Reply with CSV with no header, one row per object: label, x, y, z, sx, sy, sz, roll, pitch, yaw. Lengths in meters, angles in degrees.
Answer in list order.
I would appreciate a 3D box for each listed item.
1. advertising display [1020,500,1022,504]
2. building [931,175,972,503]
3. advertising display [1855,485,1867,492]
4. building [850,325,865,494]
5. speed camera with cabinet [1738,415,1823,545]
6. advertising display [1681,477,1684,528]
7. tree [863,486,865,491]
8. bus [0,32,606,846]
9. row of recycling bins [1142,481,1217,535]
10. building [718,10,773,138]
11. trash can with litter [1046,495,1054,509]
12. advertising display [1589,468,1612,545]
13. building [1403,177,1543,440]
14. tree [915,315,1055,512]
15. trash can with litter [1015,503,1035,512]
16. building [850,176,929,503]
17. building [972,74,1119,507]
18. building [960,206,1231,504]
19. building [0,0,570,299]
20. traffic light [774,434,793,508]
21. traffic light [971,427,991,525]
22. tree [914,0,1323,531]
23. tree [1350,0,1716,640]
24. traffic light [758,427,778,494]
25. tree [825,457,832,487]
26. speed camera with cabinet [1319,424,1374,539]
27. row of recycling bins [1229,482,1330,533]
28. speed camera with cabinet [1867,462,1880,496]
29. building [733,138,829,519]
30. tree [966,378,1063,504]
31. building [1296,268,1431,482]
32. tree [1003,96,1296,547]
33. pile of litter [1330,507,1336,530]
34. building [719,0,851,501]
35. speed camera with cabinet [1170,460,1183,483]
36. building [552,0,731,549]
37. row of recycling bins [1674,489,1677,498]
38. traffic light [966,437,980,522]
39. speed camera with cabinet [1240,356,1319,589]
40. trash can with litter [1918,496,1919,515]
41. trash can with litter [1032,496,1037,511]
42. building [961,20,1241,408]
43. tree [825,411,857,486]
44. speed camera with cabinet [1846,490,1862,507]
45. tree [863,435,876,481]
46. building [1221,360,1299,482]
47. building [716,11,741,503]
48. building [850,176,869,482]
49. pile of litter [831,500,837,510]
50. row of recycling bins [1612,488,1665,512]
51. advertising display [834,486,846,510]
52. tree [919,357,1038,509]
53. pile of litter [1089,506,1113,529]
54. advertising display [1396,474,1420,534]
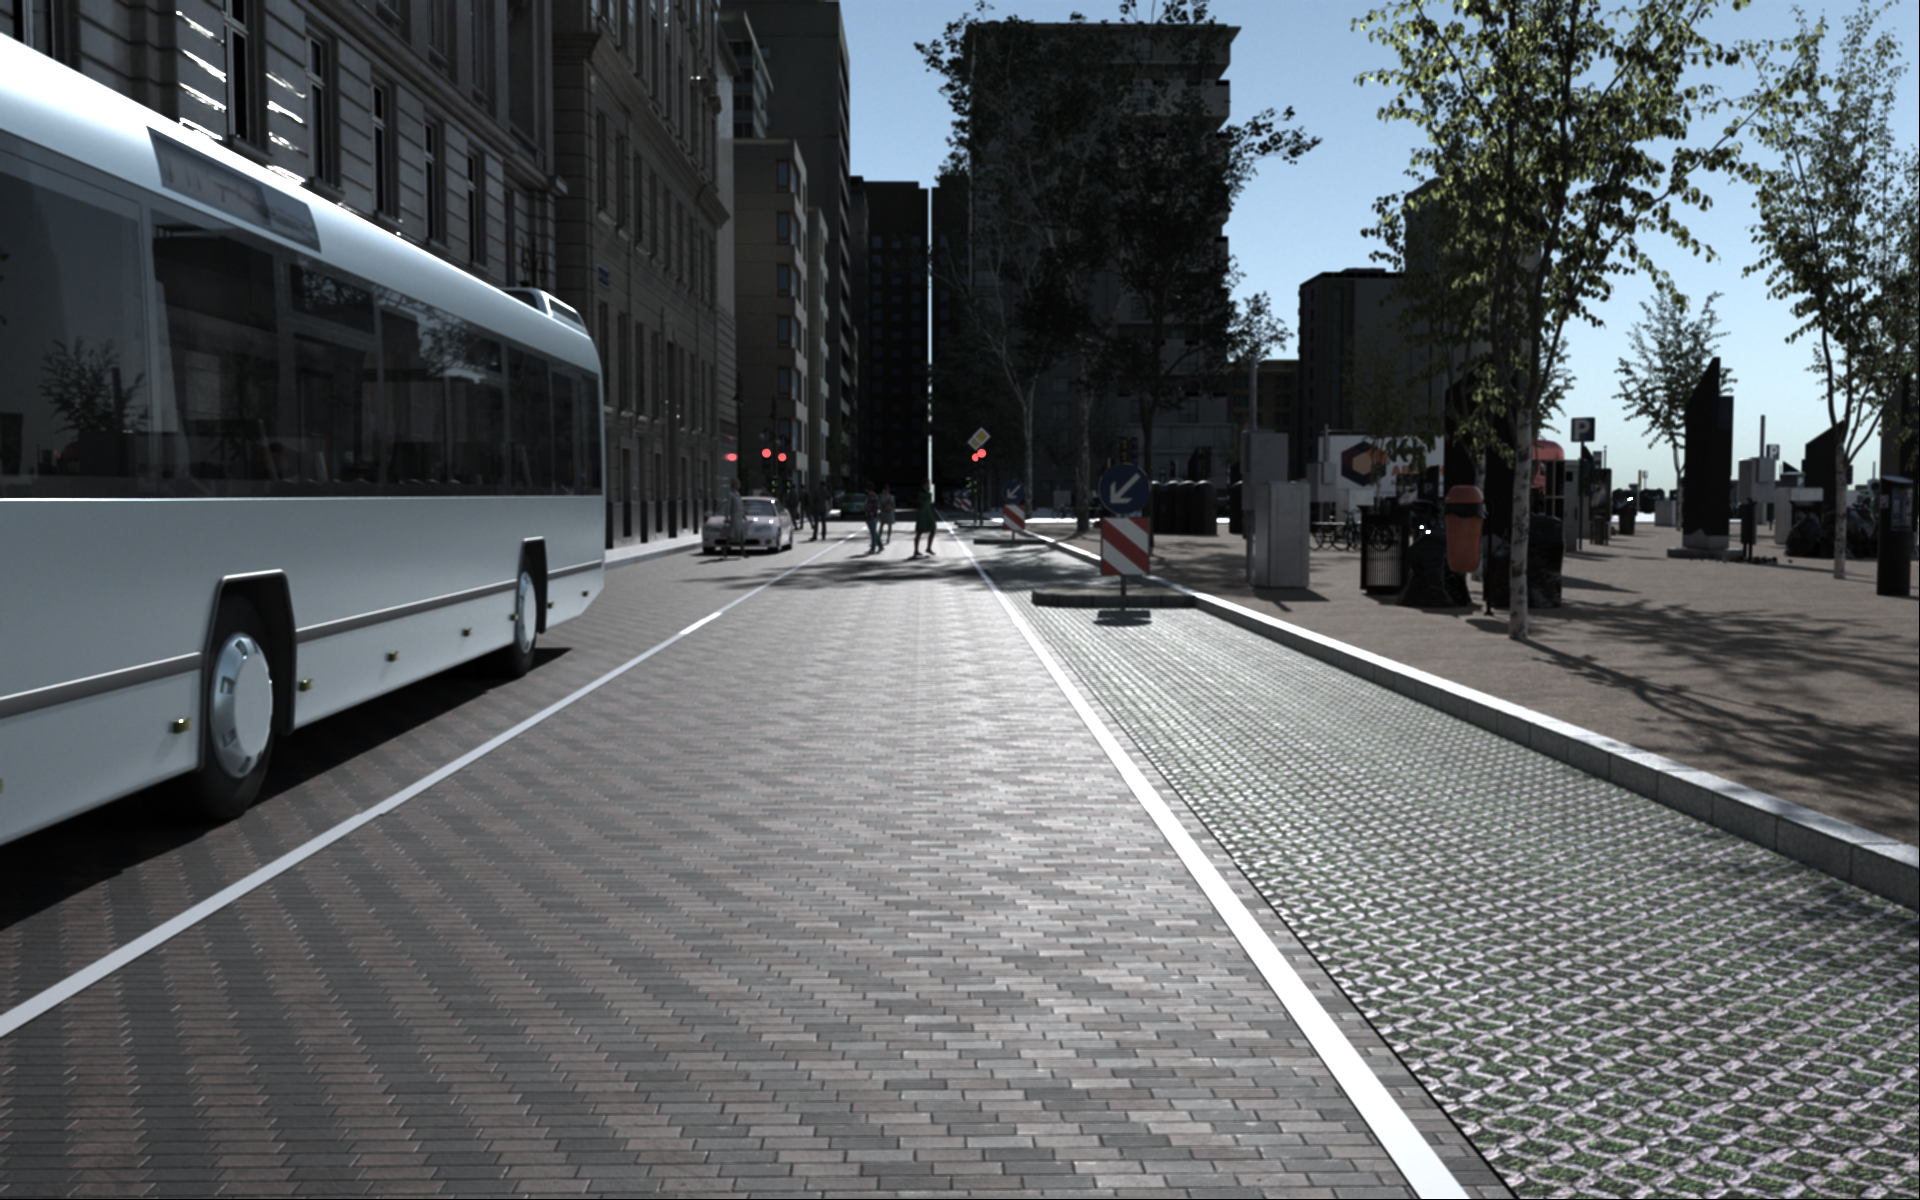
advertising display,4.970,-8.338,141.542,0.123,1.923,0.974,0,4,-3
building,3.074,-36.428,245.712,14.200,45.320,14.600,0,4,-1
advertising display,63.455,-7.132,121.819,0.974,1.923,0.123,0,4,-2
building,-24.897,-21.178,191.297,27.650,21.520,28.899,0,4,-1
speed camera with cabinet,20.762,-3.026,43.806,2.038,3.252,0.660,-1,4,-11
advertising display,27.631,-3.671,65.231,0.974,1.923,0.123,1,4,21
tree,-12.381,-13.094,208.682,1.663,3.219,1.824,0,3,0
bus,-4.489,-0.945,10.318,2.948,3.499,13.247,0,4,-2
row of recycling bins,7.133,-3.011,56.347,1.069,1.692,3.534,-2,4,-29
building,-27.891,-27.124,135.357,32.217,40.220,23.993,0,4,-1
trash can with litter,7.740,-8.269,146.251,1.678,1.210,2.233,2,4,28
advertising display,16.203,-2.363,43.853,0.123,1.923,0.974,0,4,-5
building,66.441,-33.175,225.998,14.086,41.232,14.154,0,4,-1
tree,1.816,-13.201,122.498,9.857,13.997,8.962,0,3,0
trash can with litter,4.355,-7.027,125.942,2.233,1.210,1.678,0,4,2
building,-11.608,-36.482,246.597,14.200,45.320,14.600,0,4,-1
building,8.156,-29.896,172.400,14.154,41.232,14.086,0,4,-1
building,16.248,-32.243,219.055,32.217,40.220,23.993,0,4,-1
building,-14.180,-11.186,24.689,13.314,21.916,24.055,0,4,-1
traffic light,-8.196,-5.589,80.306,0.839,4.253,0.868,0,4,-1
traffic light,0.879,-5.113,72.522,0.839,4.253,0.868,0,4,-1
tree,5.170,-12.387,58.416,12.611,20.169,13.585,0,3,0
tree,5.167,-3.963,15.162,4.360,8.622,3.978,0,3,0
traffic light,-8.030,-5.101,72.322,0.839,4.253,0.868,0,4,-1
tree,-10.645,-8.430,121.550,4.285,4.588,4.351,0,3,0
speed camera with cabinet,10.888,-3.379,49.581,2.038,3.252,0.660,-2,4,-27
row of recycling bins,10.648,-3.079,57.448,3.534,1.692,1.069,-1,4,-16
speed camera with cabinet,54.935,-6.797,105.471,2.038,3.252,0.660,1,4,13
building,-22.142,-15.504,98.537,27.650,21.520,28.899,0,4,-1
tree,3.447,-9.777,110.213,4.360,8.622,3.978,0,3,0
building,52.306,-27.769,225.725,14.107,30.474,14.160,0,4,-1
tree,4.307,-6.564,41.732,7.601,10.594,8.767,-3,4,-36
pile of litter,13.143,-2.838,60.367,1.719,0.858,1.176,2,4,28
building,-21.601,-33.127,165.332,21.300,48.544,21.600,0,4,-1
speed camera with cabinet,13.433,-6.579,101.906,2.038,3.252,0.660,1,4,17
building,-13.935,-15.401,49.067,12.463,27.353,25.104,0,4,-1
row of recycling bins,64.624,-8.918,152.927,3.534,1.692,1.069,1,4,13
traffic light,0.713,-5.602,80.506,0.839,4.253,0.868,0,4,-1
speed camera with cabinet,4.404,-1.828,24.217,0.660,3.252,2.038,0,4,-1
trash can with litter,63.315,-6.280,113.736,1.678,1.210,2.233,-1,4,-15
trash can with litter,5.638,-7.418,132.671,0.624,1.170,1.055,-1,4,-20
building,14.700,-36.924,192.939,28.713,52.752,27.495,0,4,-1
tree,-10.926,-12.392,152.969,4.737,8.622,4.395,0,3,0
speed camera with cabinet,37.028,-4.852,73.659,2.038,3.252,0.660,0,4,1
tree,-12.513,-16.215,215.479,4.360,8.622,3.978,0,3,0
building,52.123,-25.037,254.400,28.899,21.520,27.650,0,4,-1
building,-18.005,-13.293,66.484,18.267,20.994,9.793,0,4,-1
building,-18.868,-33.052,224.000,14.086,41.232,14.154,0,4,-1
pile of litter,-10.685,-7.952,143.984,1.176,0.858,1.719,2,4,32
row of recycling bins,48.354,-7.121,123.547,3.534,1.692,1.069,1,4,11
advertising display,-9.859,-8.362,141.940,0.974,1.923,0.123,0,4,3
tree,1.603,-14.691,150.563,12.009,13.543,11.850,0,3,0
pile of litter,5.462,-3.095,64.563,1.719,0.858,1.176,1,4,22
advertising display,14.353,-3.048,55.046,0.974,1.923,0.123,0,4,5
